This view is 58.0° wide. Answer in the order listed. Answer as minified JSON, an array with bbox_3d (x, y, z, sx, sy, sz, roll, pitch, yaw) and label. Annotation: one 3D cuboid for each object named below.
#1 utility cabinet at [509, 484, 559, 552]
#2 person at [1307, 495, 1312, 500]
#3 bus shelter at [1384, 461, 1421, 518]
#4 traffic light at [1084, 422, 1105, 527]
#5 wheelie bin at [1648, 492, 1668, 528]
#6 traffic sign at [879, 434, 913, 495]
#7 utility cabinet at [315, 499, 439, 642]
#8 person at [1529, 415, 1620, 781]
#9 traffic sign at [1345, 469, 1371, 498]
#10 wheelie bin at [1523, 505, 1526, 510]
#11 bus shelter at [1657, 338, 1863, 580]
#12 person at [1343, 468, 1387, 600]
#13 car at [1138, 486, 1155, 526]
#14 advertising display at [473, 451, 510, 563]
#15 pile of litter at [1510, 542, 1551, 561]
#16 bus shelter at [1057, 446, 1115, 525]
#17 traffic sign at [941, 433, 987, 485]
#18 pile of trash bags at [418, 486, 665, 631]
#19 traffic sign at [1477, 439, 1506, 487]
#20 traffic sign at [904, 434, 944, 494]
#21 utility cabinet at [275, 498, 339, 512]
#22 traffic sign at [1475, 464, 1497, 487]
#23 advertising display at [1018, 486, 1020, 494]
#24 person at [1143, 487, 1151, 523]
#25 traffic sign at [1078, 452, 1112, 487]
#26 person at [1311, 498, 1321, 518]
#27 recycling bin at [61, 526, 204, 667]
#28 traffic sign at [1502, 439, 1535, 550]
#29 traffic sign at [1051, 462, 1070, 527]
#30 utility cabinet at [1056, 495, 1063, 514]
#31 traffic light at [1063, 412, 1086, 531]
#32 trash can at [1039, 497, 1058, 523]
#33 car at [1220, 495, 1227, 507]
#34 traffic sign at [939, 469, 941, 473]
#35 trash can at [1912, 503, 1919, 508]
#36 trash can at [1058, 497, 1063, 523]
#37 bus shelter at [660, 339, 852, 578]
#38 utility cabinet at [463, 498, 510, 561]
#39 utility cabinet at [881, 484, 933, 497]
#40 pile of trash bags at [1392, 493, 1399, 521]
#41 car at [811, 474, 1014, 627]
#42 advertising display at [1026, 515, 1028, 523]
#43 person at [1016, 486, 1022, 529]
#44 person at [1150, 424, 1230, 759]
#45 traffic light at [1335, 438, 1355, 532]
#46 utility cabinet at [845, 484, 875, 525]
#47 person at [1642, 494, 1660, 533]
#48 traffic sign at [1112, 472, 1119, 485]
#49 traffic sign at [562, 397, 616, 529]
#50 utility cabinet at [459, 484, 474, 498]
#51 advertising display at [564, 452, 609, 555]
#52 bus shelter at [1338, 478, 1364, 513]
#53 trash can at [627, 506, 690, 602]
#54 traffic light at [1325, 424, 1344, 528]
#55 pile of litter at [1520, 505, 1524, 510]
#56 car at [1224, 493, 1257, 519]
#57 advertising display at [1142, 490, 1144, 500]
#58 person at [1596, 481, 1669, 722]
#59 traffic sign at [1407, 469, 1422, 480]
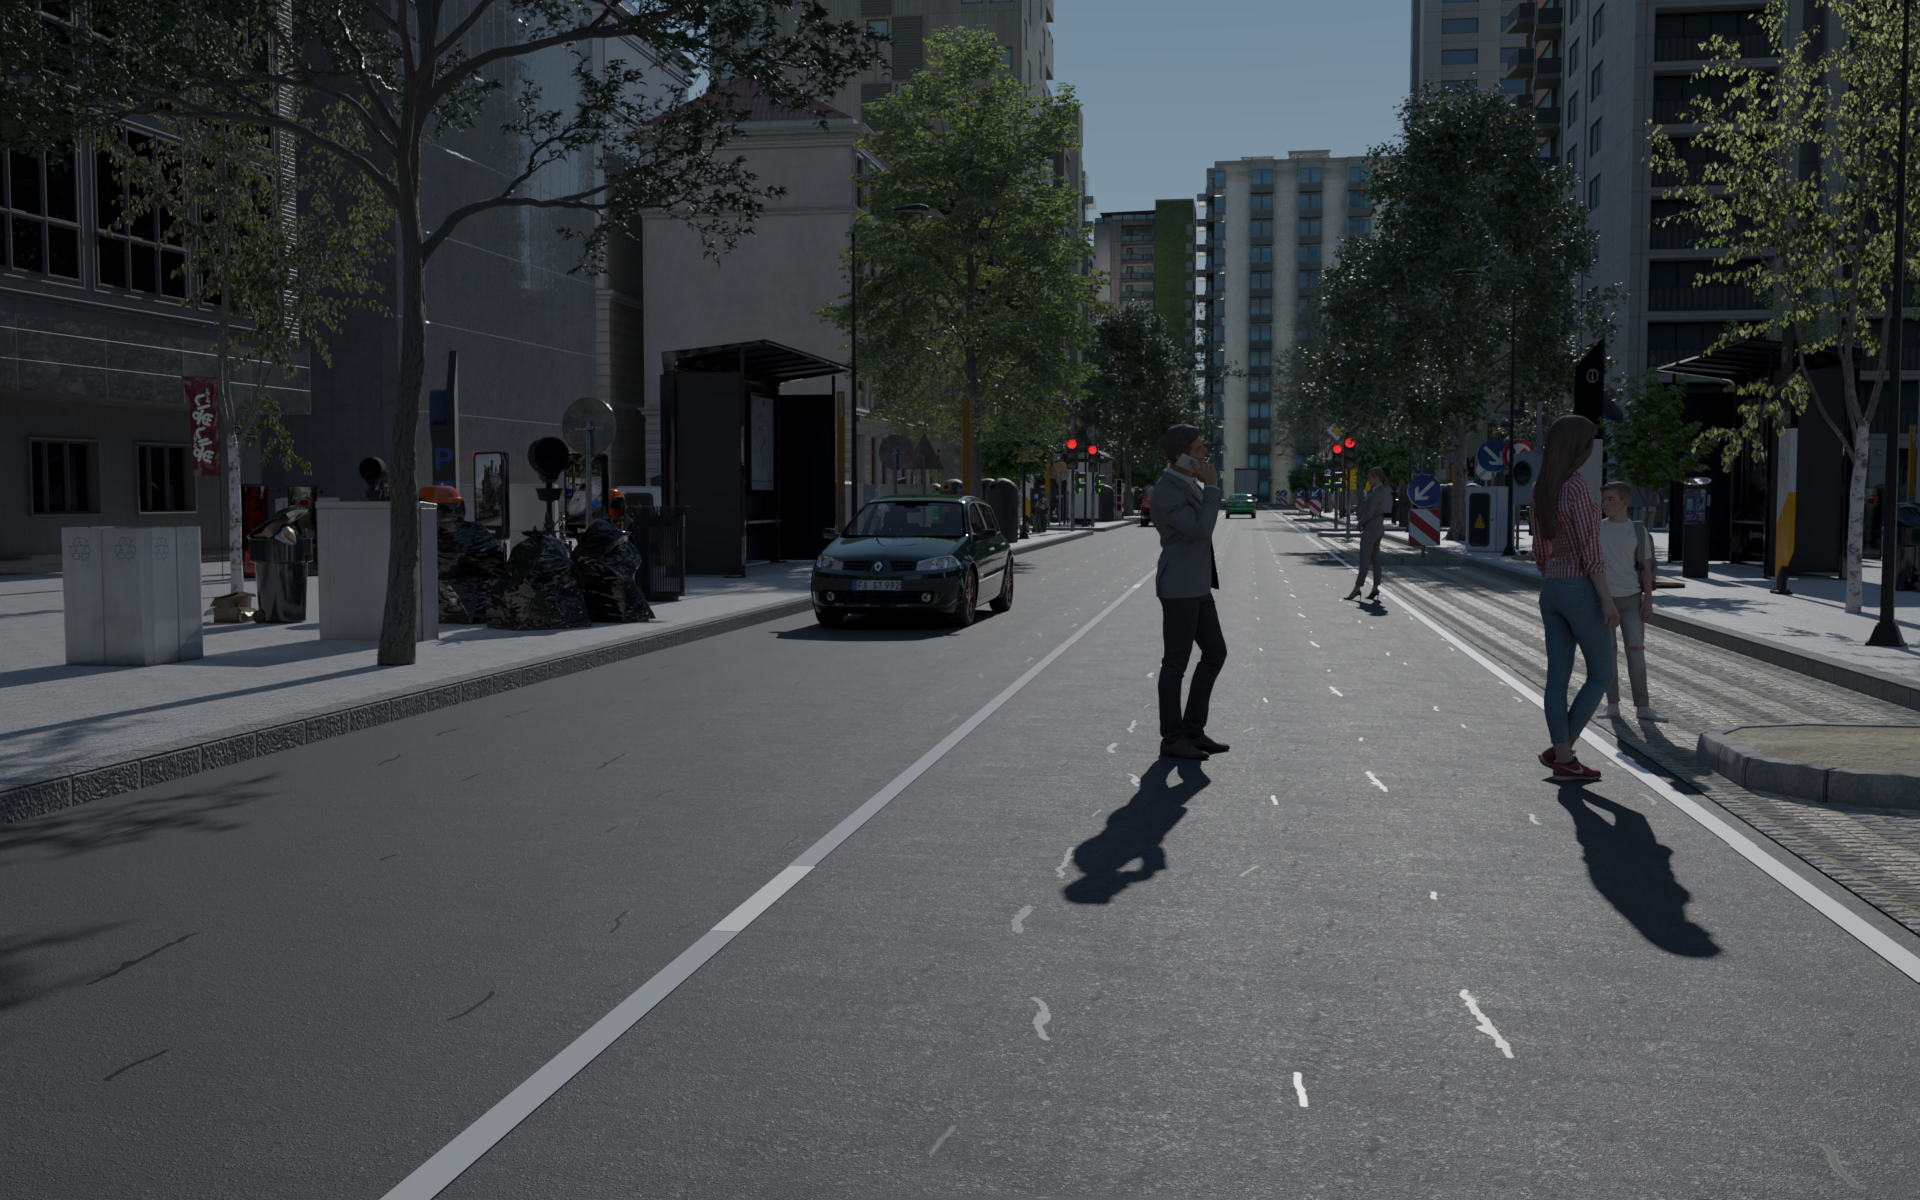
[{"bbox_3d":[-9.305,-1.762,37.481,1.173,1.500,0.318,0,4,2],"label":"utility cabinet"},{"bbox_3d":[44.530,-12.943,220.651,0.750,1.759,0.617,1,4,12],"label":"person"},{"bbox_3d":[23.127,-5.999,92.000,2.014,3.302,5.546,1,4,9],"label":"bus shelter"},{"bbox_3d":[5.181,-4.787,67.184,0.839,4.253,0.868,1,4,9],"label":"traffic light"},{"bbox_3d":[26.441,-3.536,65.729,0.693,1.594,0.980,3,4,37],"label":"wheelie bin"},{"bbox_3d":[-1.374,-2.254,36.961,0.768,2.556,0.104,1,4,16],"label":"traffic sign"},{"bbox_3d":[-5.128,-0.251,15.269,1.020,1.237,0.306,1,4,13],"label":"utility cabinet"},{"bbox_3d":[3.077,-0.008,8.646,0.388,1.821,0.555,-2,4,-25],"label":"person"},{"bbox_3d":[25.594,-7.123,110.332,2.265,3.308,0.079,1,4,19],"label":"traffic sign"},{"bbox_3d":[33.896,-5.927,104.810,0.980,1.594,0.693,-1,4,-9],"label":"wheelie bin"},{"bbox_3d":[13.129,-2.305,28.964,1.731,3.624,6.357,1,4,9],"label":"bus shelter"},{"bbox_3d":[5.506,-0.903,23.536,0.573,1.790,0.520,1,4,10],"label":"person"},{"bbox_3d":[9.225,-4.260,78.316,2.281,1.827,5.304,0,4,8],"label":"car"},{"bbox_3d":[-7.123,-1.293,26.355,0.123,1.923,0.974,-3,5,-40],"label":"advertising display"},{"bbox_3d":[11.418,-1.180,33.260,1.176,0.858,1.719,-2,4,-26],"label":"pile of litter"},{"bbox_3d":[5.502,-4.965,75.098,2.014,3.302,5.546,1,4,9],"label":"bus shelter"},{"bbox_3d":[0.461,-3.881,57.331,2.265,3.308,0.079,1,4,16],"label":"traffic sign"},{"bbox_3d":[-4.712,-0.498,17.891,3.447,1.369,1.912,3,5,44],"label":"pile of trash bags"},{"bbox_3d":[12.430,-2.465,40.403,0.768,2.556,0.104,1,4,13],"label":"traffic sign"},{"bbox_3d":[-0.775,-2.287,37.397,0.884,2.594,0.081,1,4,13],"label":"traffic sign"},{"bbox_3d":[-11.088,-1.119,29.453,0.306,1.237,1.020,3,5,40],"label":"utility cabinet"},{"bbox_3d":[19.471,-3.916,64.140,0.768,2.556,0.104,1,4,16],"label":"traffic sign"},{"bbox_3d":[4.192,-7.419,126.512,0.974,1.923,0.123,1,4,17],"label":"advertising display"},{"bbox_3d":[9.326,-4.730,86.005,0.590,1.801,0.661,0,4,-2],"label":"person"},{"bbox_3d":[6.326,-5.565,84.862,2.265,3.308,0.079,1,4,13],"label":"traffic sign"},{"bbox_3d":[19.367,-5.266,94.376,0.755,1.850,0.659,3,4,36],"label":"person"},{"bbox_3d":[-6.310,-0.041,13.231,0.722,1.027,0.722,1,4,9],"label":"recycling bin"},{"bbox_3d":[12.858,-2.433,39.885,0.768,2.556,0.104,1,4,12],"label":"traffic sign"},{"bbox_3d":[3.922,-4.155,68.038,0.768,2.556,0.104,1,4,15],"label":"traffic sign"},{"bbox_3d":[4.794,-4.358,82.412,0.306,1.237,1.020,1,4,13],"label":"utility cabinet"},{"bbox_3d":[3.875,-4.305,59.306,0.839,4.253,0.868,1,4,9],"label":"traffic light"},{"bbox_3d":[3.705,-3.951,76.246,0.748,1.137,0.748,0,3,0],"label":"trash can"},{"bbox_3d":[29.224,-11.247,196.250,2.083,1.381,4.827,0,4,8],"label":"car"},{"bbox_3d":[-0.344,-3.571,58.492,0.768,2.556,0.104,1,4,17],"label":"traffic sign"},{"bbox_3d":[16.204,-1.050,28.828,0.748,1.137,0.748,0,3,0],"label":"trash can"},{"bbox_3d":[4.344,-4.074,78.265,0.748,1.137,0.748,0,3,0],"label":"trash can"},{"bbox_3d":[-3.303,-2.337,29.495,1.731,3.624,6.357,1,4,9],"label":"bus shelter"},{"bbox_3d":[-7.971,-1.065,28.567,1.020,1.237,0.306,0,3,0],"label":"utility cabinet"},{"bbox_3d":[-1.174,-1.824,38.501,1.173,1.500,0.318,2,4,31],"label":"utility cabinet"},{"bbox_3d":[21.602,-4.479,82.979,1.912,1.369,3.447,-1,4,-12],"label":"pile of trash bags"},{"bbox_3d":[-0.475,-0.629,20.072,2.009,1.686,4.222,1,4,11],"label":"car"},{"bbox_3d":[2.886,-4.237,74.481,0.123,1.923,0.974,1,4,18],"label":"advertising display"},{"bbox_3d":[2.103,-3.410,64.795,0.519,1.759,0.362,3,5,42],"label":"person"},{"bbox_3d":[1.265,-0.047,9.448,0.473,1.802,0.592,2,4,31],"label":"person"},{"bbox_3d":[12.966,-4.214,57.822,0.839,4.253,0.868,1,4,9],"label":"traffic light"},{"bbox_3d":[-2.229,-1.766,37.555,0.318,1.500,1.173,-2,4,-31],"label":"utility cabinet"},{"bbox_3d":[23.636,-3.101,59.395,0.606,1.804,0.583,1,4,11],"label":"person"},{"bbox_3d":[7.387,-5.122,84.927,0.795,2.450,0.064,1,4,10],"label":"traffic sign"},{"bbox_3d":[-4.887,-1.387,22.789,0.768,2.556,0.104,1,4,13],"label":"traffic sign"},{"bbox_3d":[-10.496,-1.734,37.037,1.173,1.500,0.318,2,4,29],"label":"utility cabinet"},{"bbox_3d":[-5.841,-1.338,27.090,0.974,1.923,0.123,3,5,41],"label":"advertising display"},{"bbox_3d":[25.618,-7.339,113.921,2.014,3.302,5.546,1,4,9],"label":"bus shelter"},{"bbox_3d":[-3.613,-0.561,20.819,0.748,1.137,0.748,0,3,0],"label":"trash can"},{"bbox_3d":[14.271,-4.696,65.700,0.839,4.253,0.868,1,4,9],"label":"traffic light"},{"bbox_3d":[31.724,-5.182,98.683,1.176,0.858,1.719,0,4,-8],"label":"pile of litter"},{"bbox_3d":[16.687,-5.757,102.926,1.959,1.807,4.718,1,4,9],"label":"car"},{"bbox_3d":[13.875,-7.703,131.164,0.123,1.923,0.974,1,4,8],"label":"advertising display"},{"bbox_3d":[4.210,0.007,10.982,0.503,1.515,0.523,0,4,-8],"label":"person"},{"bbox_3d":[23.268,-5.417,88.678,0.768,2.556,0.104,1,4,14],"label":"traffic sign"}]
